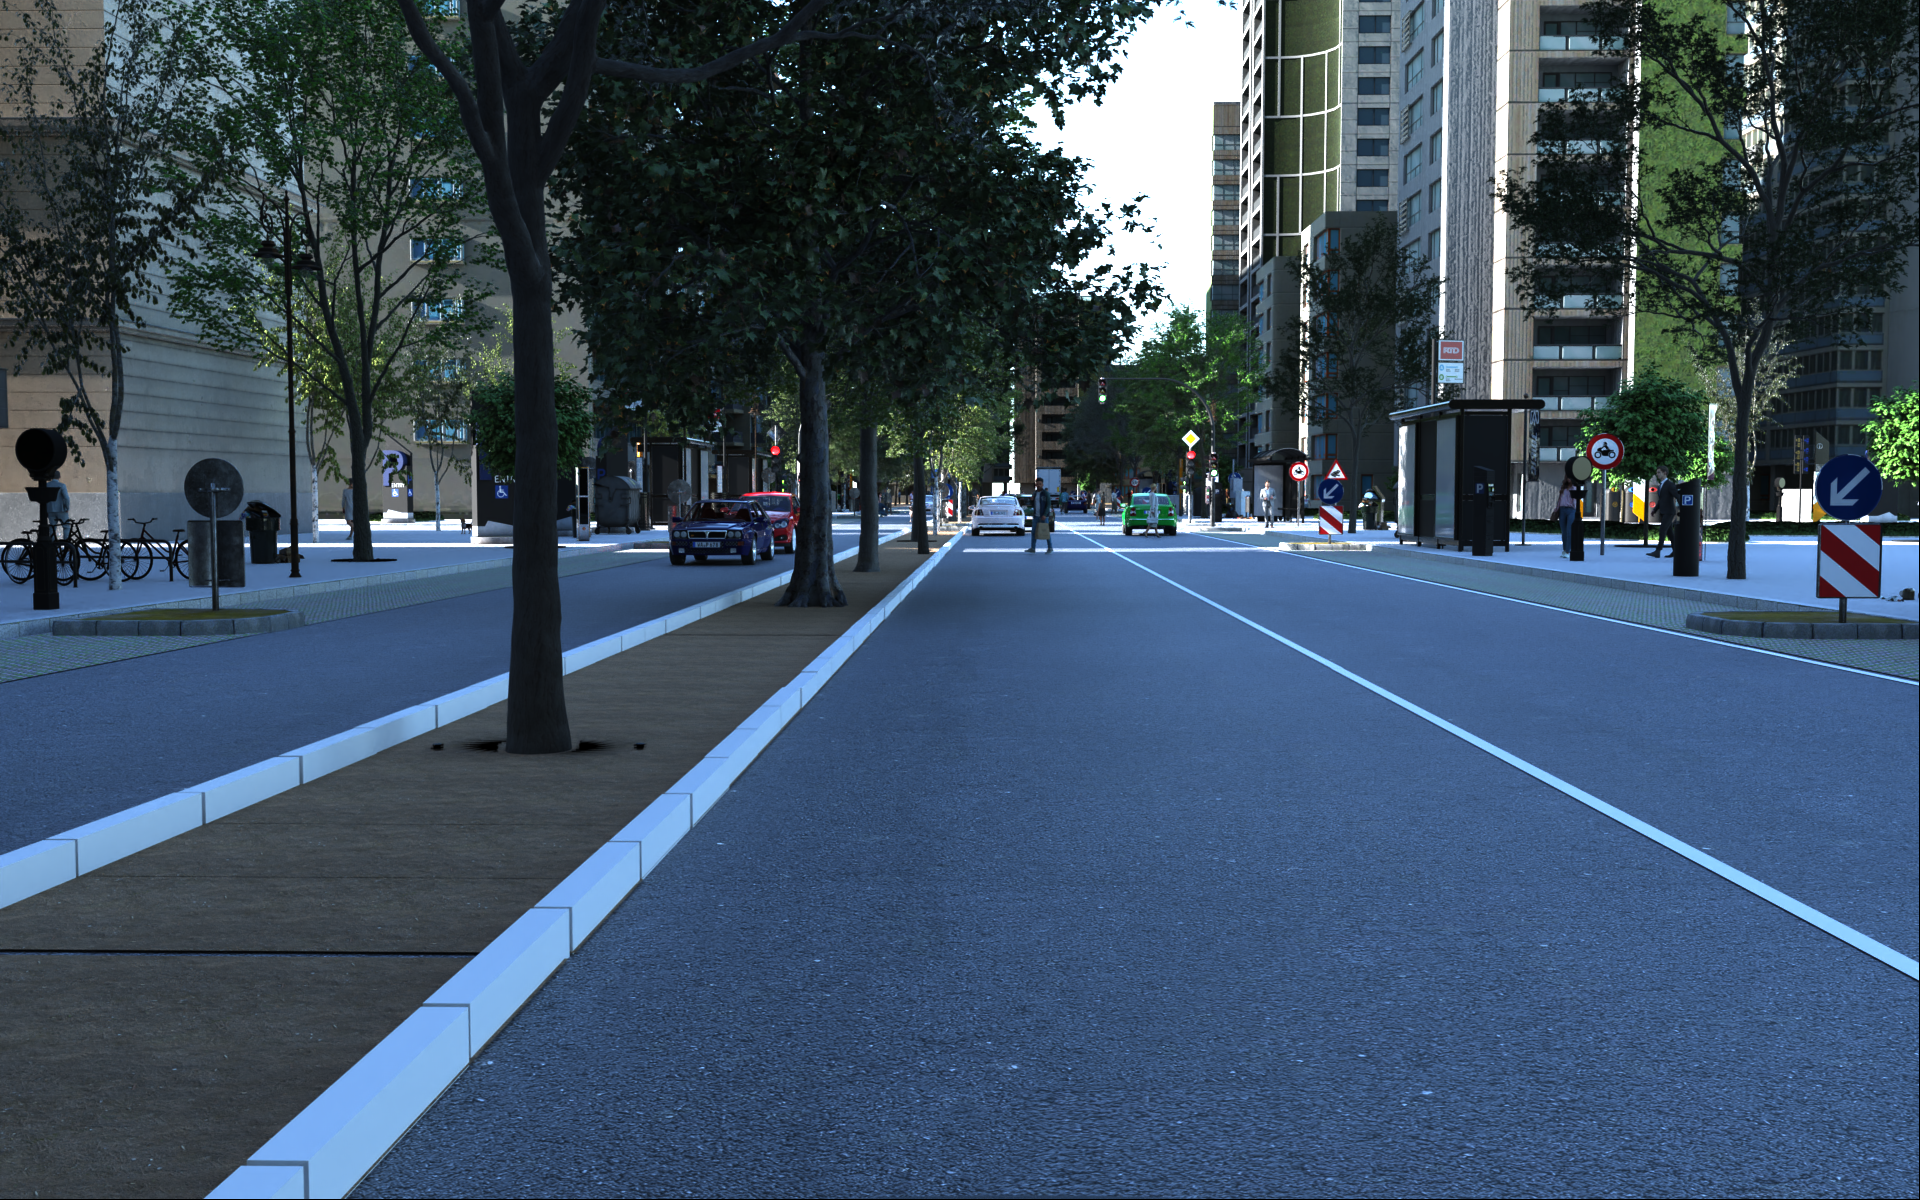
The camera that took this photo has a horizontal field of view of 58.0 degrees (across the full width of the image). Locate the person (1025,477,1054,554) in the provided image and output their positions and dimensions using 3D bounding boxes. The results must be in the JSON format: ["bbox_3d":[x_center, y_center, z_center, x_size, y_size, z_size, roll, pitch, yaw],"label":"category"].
[{"bbox_3d":[1.928,-1.991,41.035,0.713,1.824,0.794,-2,4,-31],"label":"person"}]

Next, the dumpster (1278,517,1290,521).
[{"bbox_3d":[15.024,-4.910,82.779,1.502,2.255,1.985,0,4,2],"label":"dumpster"}]

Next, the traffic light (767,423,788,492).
[{"bbox_3d":[-7.198,-4.845,68.144,0.839,4.253,0.868,0,4,1],"label":"traffic light"}]

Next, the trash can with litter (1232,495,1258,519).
[{"bbox_3d":[14.767,-4.768,89.011,1.678,1.210,2.233,-1,4,-11],"label":"trash can with litter"}]

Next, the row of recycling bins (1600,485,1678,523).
[{"bbox_3d":[30.420,-4.288,77.219,3.534,1.692,1.069,1,4,21],"label":"row of recycling bins"}]

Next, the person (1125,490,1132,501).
[{"bbox_3d":[20.688,-12.557,211.312,1.348,1.831,0.705,-2,4,-31],"label":"person"}]

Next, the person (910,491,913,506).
[{"bbox_3d":[-4.398,-9.121,158.562,0.436,1.711,0.756,1,4,19],"label":"person"}]

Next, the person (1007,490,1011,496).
[{"bbox_3d":[4.233,-8.418,146.480,0.694,1.780,0.624,2,4,29],"label":"person"}]

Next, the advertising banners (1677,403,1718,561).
[{"bbox_3d":[14.061,-2.250,32.981,0.090,3.025,2.074,3,5,41],"label":"advertising banners"}]

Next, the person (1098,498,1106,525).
[{"bbox_3d":[6.499,-4.055,79.473,0.362,1.253,0.373,-1,4,-14],"label":"person"}]

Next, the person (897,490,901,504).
[{"bbox_3d":[-7.714,-13.054,219.457,0.705,1.826,1.348,1,4,10],"label":"person"}]

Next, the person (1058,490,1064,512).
[{"bbox_3d":[8.235,-8.013,139.752,0.600,1.795,0.529,-2,4,-23],"label":"person"}]

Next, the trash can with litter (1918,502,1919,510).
[{"bbox_3d":[43.030,-3.994,76.685,1.055,1.170,0.624,1,4,19],"label":"trash can with litter"}]

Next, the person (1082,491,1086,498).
[{"bbox_3d":[11.245,-9.127,158.660,0.436,1.711,0.756,-1,4,-9],"label":"person"}]

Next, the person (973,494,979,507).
[{"bbox_3d":[1.646,-10.693,184.044,0.721,1.735,1.217,-3,4,-36],"label":"person"}]

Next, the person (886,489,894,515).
[{"bbox_3d":[-4.821,-6.755,119.132,0.526,1.800,0.537,-1,4,-14],"label":"person"}]

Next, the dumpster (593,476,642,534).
[{"bbox_3d":[-11.012,-3.051,55.635,1.264,1.857,1.865,0,4,1],"label":"dumpster"}]

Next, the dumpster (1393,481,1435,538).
[{"bbox_3d":[13.263,-2.695,49.817,1.264,1.857,1.865,0,4,1],"label":"dumpster"}]

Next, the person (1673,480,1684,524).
[{"bbox_3d":[25.057,-3.290,60.328,0.515,1.767,0.782,1,4,14],"label":"person"}]

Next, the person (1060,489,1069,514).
[{"bbox_3d":[7.396,-7.001,122.979,0.660,1.820,0.620,2,4,26],"label":"person"}]

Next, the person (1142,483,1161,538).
[{"bbox_3d":[6.306,-2.935,56.838,0.624,1.780,0.694,0,4,7],"label":"person"}]

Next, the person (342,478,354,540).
[{"bbox_3d":[-16.925,-2.538,48.294,0.760,1.731,0.466,2,4,34],"label":"person"}]

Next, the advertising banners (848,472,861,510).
[{"bbox_3d":[-7.975,-8.598,136.767,2.074,3.025,0.090,1,4,19],"label":"advertising banners"}]

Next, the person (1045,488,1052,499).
[{"bbox_3d":[5.109,-5.650,101.077,0.583,1.804,0.606,-1,4,-17],"label":"person"}]

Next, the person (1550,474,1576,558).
[{"bbox_3d":[12.254,-1.731,34.935,0.593,1.750,0.643,3,5,44],"label":"person"}]

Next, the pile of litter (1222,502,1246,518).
[{"bbox_3d":[14.661,-4.823,92.818,1.176,0.858,1.719,-1,4,-15],"label":"pile of litter"}]

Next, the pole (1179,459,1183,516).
[{"bbox_3d":[12.713,-6.471,99.640,0.158,3.312,0.155,0,3,0],"label":"pole"}]

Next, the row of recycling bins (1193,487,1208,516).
[{"bbox_3d":[14.179,-5.750,101.130,1.069,1.692,3.534,1,4,11],"label":"row of recycling bins"}]

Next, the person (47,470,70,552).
[{"bbox_3d":[-20.050,-1.978,38.476,0.635,1.810,0.391,0,4,-7],"label":"person"}]

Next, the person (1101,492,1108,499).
[{"bbox_3d":[19.153,-13.560,230.992,1.217,1.735,0.721,0,4,6],"label":"person"}]

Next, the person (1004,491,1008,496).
[{"bbox_3d":[4.430,-9.432,163.651,0.436,1.711,0.756,-2,4,-25],"label":"person"}]

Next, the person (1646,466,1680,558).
[{"bbox_3d":[14.160,-1.776,34.862,0.755,1.850,0.659,0,3,0],"label":"person"}]

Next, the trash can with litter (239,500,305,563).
[{"bbox_3d":[-12.778,-1.271,32.173,0.624,1.170,1.055,2,4,28],"label":"trash can with litter"}]

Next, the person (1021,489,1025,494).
[{"bbox_3d":[5.250,-8.439,146.497,0.660,1.820,0.620,-3,5,-39],"label":"person"}]

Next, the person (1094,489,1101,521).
[{"bbox_3d":[7.246,-4.964,90.669,0.522,1.701,0.512,0,4,0],"label":"person"}]

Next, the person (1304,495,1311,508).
[{"bbox_3d":[21.174,-5.791,105.732,0.505,1.210,0.382,1,4,16],"label":"person"}]

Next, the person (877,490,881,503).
[{"bbox_3d":[-9.855,-12.343,208.365,1.217,1.766,0.721,3,5,42],"label":"person"}]

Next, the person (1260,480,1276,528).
[{"bbox_3d":[11.756,-3.661,66.101,0.606,1.804,0.583,0,4,6],"label":"person"}]

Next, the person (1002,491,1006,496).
[{"bbox_3d":[4.338,-9.643,166.845,1.217,1.739,0.721,1,4,17],"label":"person"}]

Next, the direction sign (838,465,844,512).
[{"bbox_3d":[-8.480,-8.033,123.342,0.379,3.537,0.876,-2,4,-28],"label":"direction sign"}]

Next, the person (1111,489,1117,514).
[{"bbox_3d":[10.950,-7.011,123.354,0.478,1.798,0.641,-2,4,-24],"label":"person"}]

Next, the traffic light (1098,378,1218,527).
[{"bbox_3d":[7.766,-5.687,67.657,4.771,5.953,1.251,0,4,1],"label":"traffic light"}]

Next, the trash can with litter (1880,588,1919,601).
[{"bbox_3d":[12.092,-0.623,21.248,2.233,1.210,1.678,-1,4,-20],"label":"trash can with litter"}]

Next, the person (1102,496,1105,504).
[{"bbox_3d":[11.332,-7.616,137.296,0.475,1.303,0.640,-3,5,-41],"label":"person"}]

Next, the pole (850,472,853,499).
[{"bbox_3d":[-8.103,-8.256,128.827,0.158,3.312,0.155,0,3,0],"label":"pole"}]

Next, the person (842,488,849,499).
[{"bbox_3d":[-11.212,-9.743,165.423,1.350,1.814,0.705,2,4,30],"label":"person"}]

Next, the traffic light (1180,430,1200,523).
[{"bbox_3d":[10.052,-5.309,75.731,0.839,4.253,0.868,0,4,1],"label":"traffic light"}]

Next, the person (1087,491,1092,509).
[{"bbox_3d":[12.208,-9.434,163.300,0.434,1.755,0.990,-1,4,-15],"label":"person"}]

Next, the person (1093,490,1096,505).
[{"bbox_3d":[15.790,-12.006,203.015,0.551,1.740,0.621,3,4,39],"label":"person"}]

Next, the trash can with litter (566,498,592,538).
[{"bbox_3d":[-11.185,-2.422,50.989,0.624,1.170,1.055,0,4,-3],"label":"trash can with litter"}]

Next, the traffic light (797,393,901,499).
[{"bbox_3d":[-4.911,-6.204,76.111,4.771,5.953,1.251,0,4,1],"label":"traffic light"}]

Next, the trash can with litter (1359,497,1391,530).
[{"bbox_3d":[14.787,-3.078,61.704,1.055,1.170,0.624,-1,4,-16],"label":"trash can with litter"}]

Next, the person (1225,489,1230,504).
[{"bbox_3d":[23.608,-8.924,152.463,0.721,1.766,1.217,0,4,3],"label":"person"}]

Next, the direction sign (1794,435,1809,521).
[{"bbox_3d":[32.363,-4.567,66.665,0.876,3.537,0.379,-2,4,-31],"label":"direction sign"}]

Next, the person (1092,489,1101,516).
[{"bbox_3d":[8.939,-6.357,112.716,0.678,1.792,0.850,-2,4,-34],"label":"person"}]

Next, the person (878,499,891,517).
[{"bbox_3d":[-4.808,-5.709,107.347,0.738,1.151,1.012,-2,4,-34],"label":"person"}]

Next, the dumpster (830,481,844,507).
[{"bbox_3d":[-9.462,-7.730,128.873,1.502,2.255,1.985,0,4,2],"label":"dumpster"}]

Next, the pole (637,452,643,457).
[{"bbox_3d":[-12.532,-4.528,67.874,0.158,3.312,0.155,0,3,0],"label":"pole"}]

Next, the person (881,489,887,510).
[{"bbox_3d":[-5.439,-7.144,125.413,0.694,1.812,0.767,-1,4,-15],"label":"person"}]
